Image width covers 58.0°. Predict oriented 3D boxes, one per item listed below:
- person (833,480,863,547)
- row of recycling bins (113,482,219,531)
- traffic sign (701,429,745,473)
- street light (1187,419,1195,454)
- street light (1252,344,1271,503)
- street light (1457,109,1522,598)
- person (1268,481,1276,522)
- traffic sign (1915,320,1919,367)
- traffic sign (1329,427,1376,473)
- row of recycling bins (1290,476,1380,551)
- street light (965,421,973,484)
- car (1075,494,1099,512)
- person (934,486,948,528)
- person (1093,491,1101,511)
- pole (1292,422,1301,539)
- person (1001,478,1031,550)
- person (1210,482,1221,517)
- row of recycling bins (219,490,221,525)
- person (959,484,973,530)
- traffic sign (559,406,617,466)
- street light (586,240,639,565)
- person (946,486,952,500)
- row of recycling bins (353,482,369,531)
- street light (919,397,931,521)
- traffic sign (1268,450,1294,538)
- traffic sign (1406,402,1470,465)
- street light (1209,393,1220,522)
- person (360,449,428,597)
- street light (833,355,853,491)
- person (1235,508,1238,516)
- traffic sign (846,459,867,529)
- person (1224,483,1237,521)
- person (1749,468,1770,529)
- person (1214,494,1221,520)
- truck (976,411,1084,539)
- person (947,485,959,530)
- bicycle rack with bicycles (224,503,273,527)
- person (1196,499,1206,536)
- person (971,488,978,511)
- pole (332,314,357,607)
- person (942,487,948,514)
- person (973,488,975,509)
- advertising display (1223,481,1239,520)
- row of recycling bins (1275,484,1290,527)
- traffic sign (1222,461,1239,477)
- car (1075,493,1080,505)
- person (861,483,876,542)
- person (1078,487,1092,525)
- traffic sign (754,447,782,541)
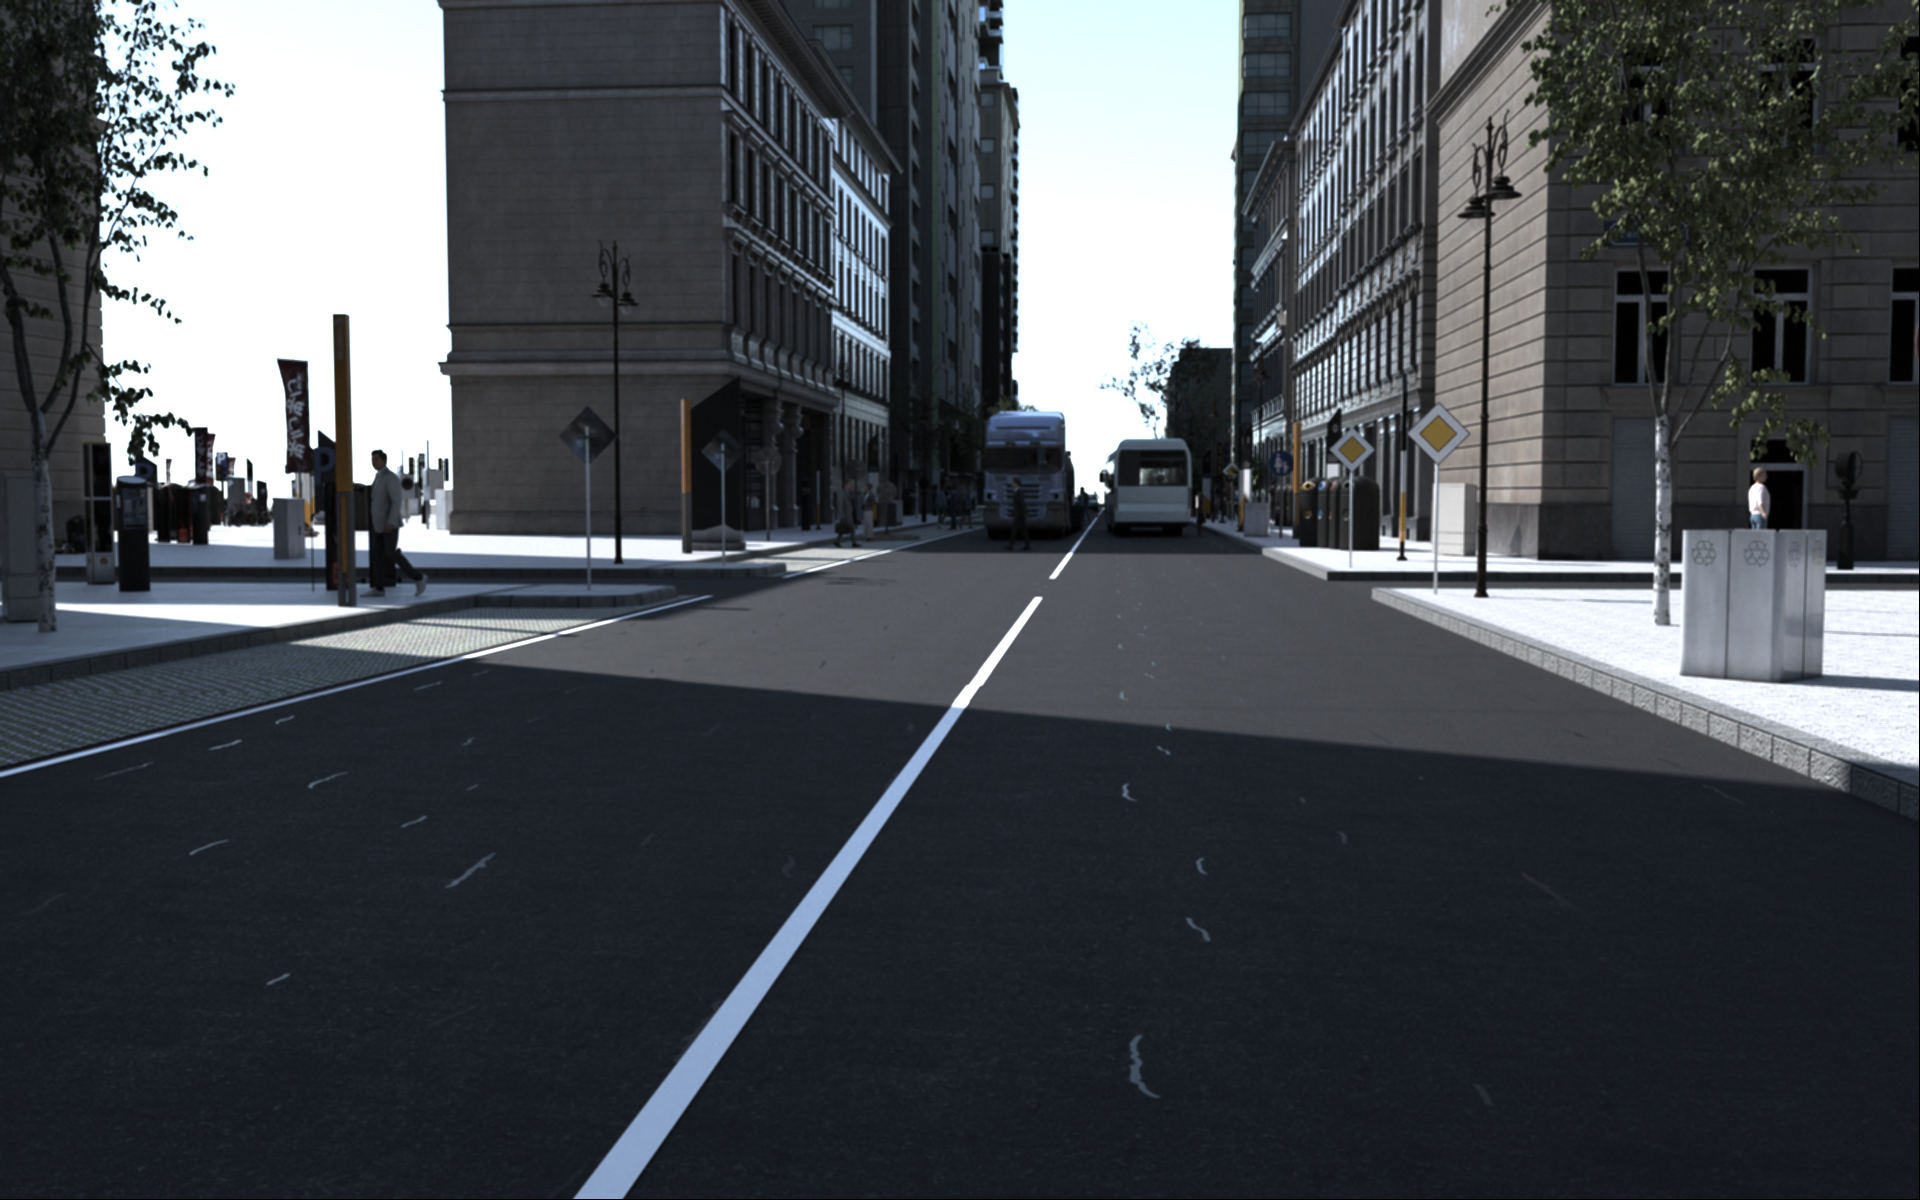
[{"bbox_3d":[-3.002,-2.309,46.346,0.767,1.812,0.694,1,4,23],"label":"person"},{"bbox_3d":[-28.109,-3.281,60.755,3.534,1.692,1.069,0,4,-2],"label":"row of recycling bins"},{"bbox_3d":[-4.249,-1.762,30.996,0.795,2.593,0.064,0,4,5],"label":"traffic sign"},{"bbox_3d":[13.900,-8.045,104.323,0.468,5.910,1.993,0,4,5],"label":"street light"},{"bbox_3d":[9.270,-4.936,53.487,0.468,5.910,1.993,0,4,5],"label":"street light"},{"bbox_3d":[6.484,-2.971,21.364,0.468,5.910,1.993,0,4,5],"label":"street light"},{"bbox_3d":[14.567,-4.565,80.048,0.648,1.900,0.474,2,4,29],"label":"person"},{"bbox_3d":[5.939,-0.613,10.125,0.768,2.556,0.104,0,4,6],"label":"traffic sign"},{"bbox_3d":[6.800,-1.701,29.995,0.795,2.593,0.064,0,4,5],"label":"traffic sign"},{"bbox_3d":[8.946,-2.060,40.802,1.069,1.692,3.534,-1,4,-8],"label":"row of recycling bins"},{"bbox_3d":[0.548,-8.270,107.996,0.468,5.910,1.993,0,4,5],"label":"street light"},{"bbox_3d":[10.294,-8.039,140.238,1.959,1.807,4.718,0,4,6],"label":"car"},{"bbox_3d":[-0.790,-3.846,71.731,0.444,1.785,0.601,-2,4,-34],"label":"person"},{"bbox_3d":[11.651,-8.602,149.854,1.217,1.736,0.721,2,4,27],"label":"person"},{"bbox_3d":[9.597,-3.393,49.326,0.158,3.312,0.155,0,3,0],"label":"pole"},{"bbox_3d":[1.441,-2.196,44.176,0.755,1.850,0.659,1,4,10],"label":"person"},{"bbox_3d":[13.526,-5.297,92.003,0.648,1.900,0.474,-1,4,-9],"label":"person"},{"bbox_3d":[-32.217,-4.022,72.868,3.534,1.692,1.069,3,5,42],"label":"row of recycling bins"},{"bbox_3d":[0.289,-3.758,69.966,0.654,1.822,0.581,2,4,30],"label":"person"},{"bbox_3d":[-4.957,-1.275,23.042,0.795,2.593,0.064,0,4,5],"label":"traffic sign"},{"bbox_3d":[-6.286,-3.604,31.712,0.468,5.910,1.993,0,4,5],"label":"street light"},{"bbox_3d":[-0.725,-6.611,114.147,0.705,1.823,1.348,2,4,35],"label":"person"},{"bbox_3d":[-21.573,-3.348,61.844,1.069,1.692,3.534,-1,4,-17],"label":"row of recycling bins"},{"bbox_3d":[-1.671,-6.720,82.662,0.468,5.910,1.993,0,4,5],"label":"street light"},{"bbox_3d":[9.332,-3.071,50.312,0.768,2.556,0.104,1,4,14],"label":"traffic sign"},{"bbox_3d":[6.092,-1.214,22.041,0.795,2.593,0.064,0,4,5],"label":"traffic sign"},{"bbox_3d":[11.554,-6.490,78.907,0.468,5.910,1.993,0,4,5],"label":"street light"},{"bbox_3d":[-7.117,-0.967,21.699,0.795,1.843,0.661,-3,4,-36],"label":"person"},{"bbox_3d":[-3.869,-5.179,57.457,0.468,5.910,1.993,0,4,5],"label":"street light"},{"bbox_3d":[15.658,-5.673,99.053,0.793,1.790,0.793,-1,4,-15],"label":"person"},{"bbox_3d":[-3.791,-3.858,63.181,0.768,2.556,0.104,0,4,8],"label":"traffic sign"},{"bbox_3d":[13.093,-4.758,83.809,0.573,1.828,0.580,3,5,42],"label":"person"},{"bbox_3d":[13.829,-1.432,30.134,0.598,1.740,0.731,-1,4,-10],"label":"person"},{"bbox_3d":[12.930,-4.710,87.323,0.475,1.303,0.640,1,4,10],"label":"person"},{"bbox_3d":[2.872,-4.413,61.912,2.967,4.110,18.799,0,4,6],"label":"truck"},{"bbox_3d":[-0.254,-3.669,68.669,0.419,1.800,0.721,-1,4,-8],"label":"person"},{"bbox_3d":[-27.809,-3.351,68.179,2.852,0.926,2.925,1,4,18],"label":"bicycle rack with bicycles"},{"bbox_3d":[8.291,-2.832,59.476,0.373,1.253,0.362,-1,4,-23],"label":"person"},{"bbox_3d":[1.087,-7.660,132.227,0.436,1.711,0.756,-2,4,-29],"label":"person"},{"bbox_3d":[-7.008,-1.582,19.712,0.158,3.312,0.155,0,3,0],"label":"pole"},{"bbox_3d":[-1.064,-6.454,112.394,0.721,1.723,1.217,-2,4,-24],"label":"person"},{"bbox_3d":[1.184,-8.634,147.232,0.705,1.821,1.348,-1,4,-10],"label":"person"},{"bbox_3d":[13.481,-4.949,86.133,0.974,1.923,0.123,-1,4,-15],"label":"advertising display"},{"bbox_3d":[13.264,-3.744,68.329,1.069,1.692,3.534,0,4,-8],"label":"row of recycling bins"},{"bbox_3d":[10.929,-4.266,69.483,0.795,2.593,0.064,1,4,15],"label":"traffic sign"},{"bbox_3d":[11.399,-9.952,172.311,1.945,1.707,3.694,0,4,5],"label":"car"},{"bbox_3d":[-2.744,-2.592,51.427,0.362,1.759,0.519,-2,4,-31],"label":"person"},{"bbox_3d":[5.776,-4.386,80.561,0.623,1.781,0.721,3,4,36],"label":"person"},{"bbox_3d":[-5.231,-2.878,47.162,0.768,2.556,0.104,1,4,10],"label":"traffic sign"}]
